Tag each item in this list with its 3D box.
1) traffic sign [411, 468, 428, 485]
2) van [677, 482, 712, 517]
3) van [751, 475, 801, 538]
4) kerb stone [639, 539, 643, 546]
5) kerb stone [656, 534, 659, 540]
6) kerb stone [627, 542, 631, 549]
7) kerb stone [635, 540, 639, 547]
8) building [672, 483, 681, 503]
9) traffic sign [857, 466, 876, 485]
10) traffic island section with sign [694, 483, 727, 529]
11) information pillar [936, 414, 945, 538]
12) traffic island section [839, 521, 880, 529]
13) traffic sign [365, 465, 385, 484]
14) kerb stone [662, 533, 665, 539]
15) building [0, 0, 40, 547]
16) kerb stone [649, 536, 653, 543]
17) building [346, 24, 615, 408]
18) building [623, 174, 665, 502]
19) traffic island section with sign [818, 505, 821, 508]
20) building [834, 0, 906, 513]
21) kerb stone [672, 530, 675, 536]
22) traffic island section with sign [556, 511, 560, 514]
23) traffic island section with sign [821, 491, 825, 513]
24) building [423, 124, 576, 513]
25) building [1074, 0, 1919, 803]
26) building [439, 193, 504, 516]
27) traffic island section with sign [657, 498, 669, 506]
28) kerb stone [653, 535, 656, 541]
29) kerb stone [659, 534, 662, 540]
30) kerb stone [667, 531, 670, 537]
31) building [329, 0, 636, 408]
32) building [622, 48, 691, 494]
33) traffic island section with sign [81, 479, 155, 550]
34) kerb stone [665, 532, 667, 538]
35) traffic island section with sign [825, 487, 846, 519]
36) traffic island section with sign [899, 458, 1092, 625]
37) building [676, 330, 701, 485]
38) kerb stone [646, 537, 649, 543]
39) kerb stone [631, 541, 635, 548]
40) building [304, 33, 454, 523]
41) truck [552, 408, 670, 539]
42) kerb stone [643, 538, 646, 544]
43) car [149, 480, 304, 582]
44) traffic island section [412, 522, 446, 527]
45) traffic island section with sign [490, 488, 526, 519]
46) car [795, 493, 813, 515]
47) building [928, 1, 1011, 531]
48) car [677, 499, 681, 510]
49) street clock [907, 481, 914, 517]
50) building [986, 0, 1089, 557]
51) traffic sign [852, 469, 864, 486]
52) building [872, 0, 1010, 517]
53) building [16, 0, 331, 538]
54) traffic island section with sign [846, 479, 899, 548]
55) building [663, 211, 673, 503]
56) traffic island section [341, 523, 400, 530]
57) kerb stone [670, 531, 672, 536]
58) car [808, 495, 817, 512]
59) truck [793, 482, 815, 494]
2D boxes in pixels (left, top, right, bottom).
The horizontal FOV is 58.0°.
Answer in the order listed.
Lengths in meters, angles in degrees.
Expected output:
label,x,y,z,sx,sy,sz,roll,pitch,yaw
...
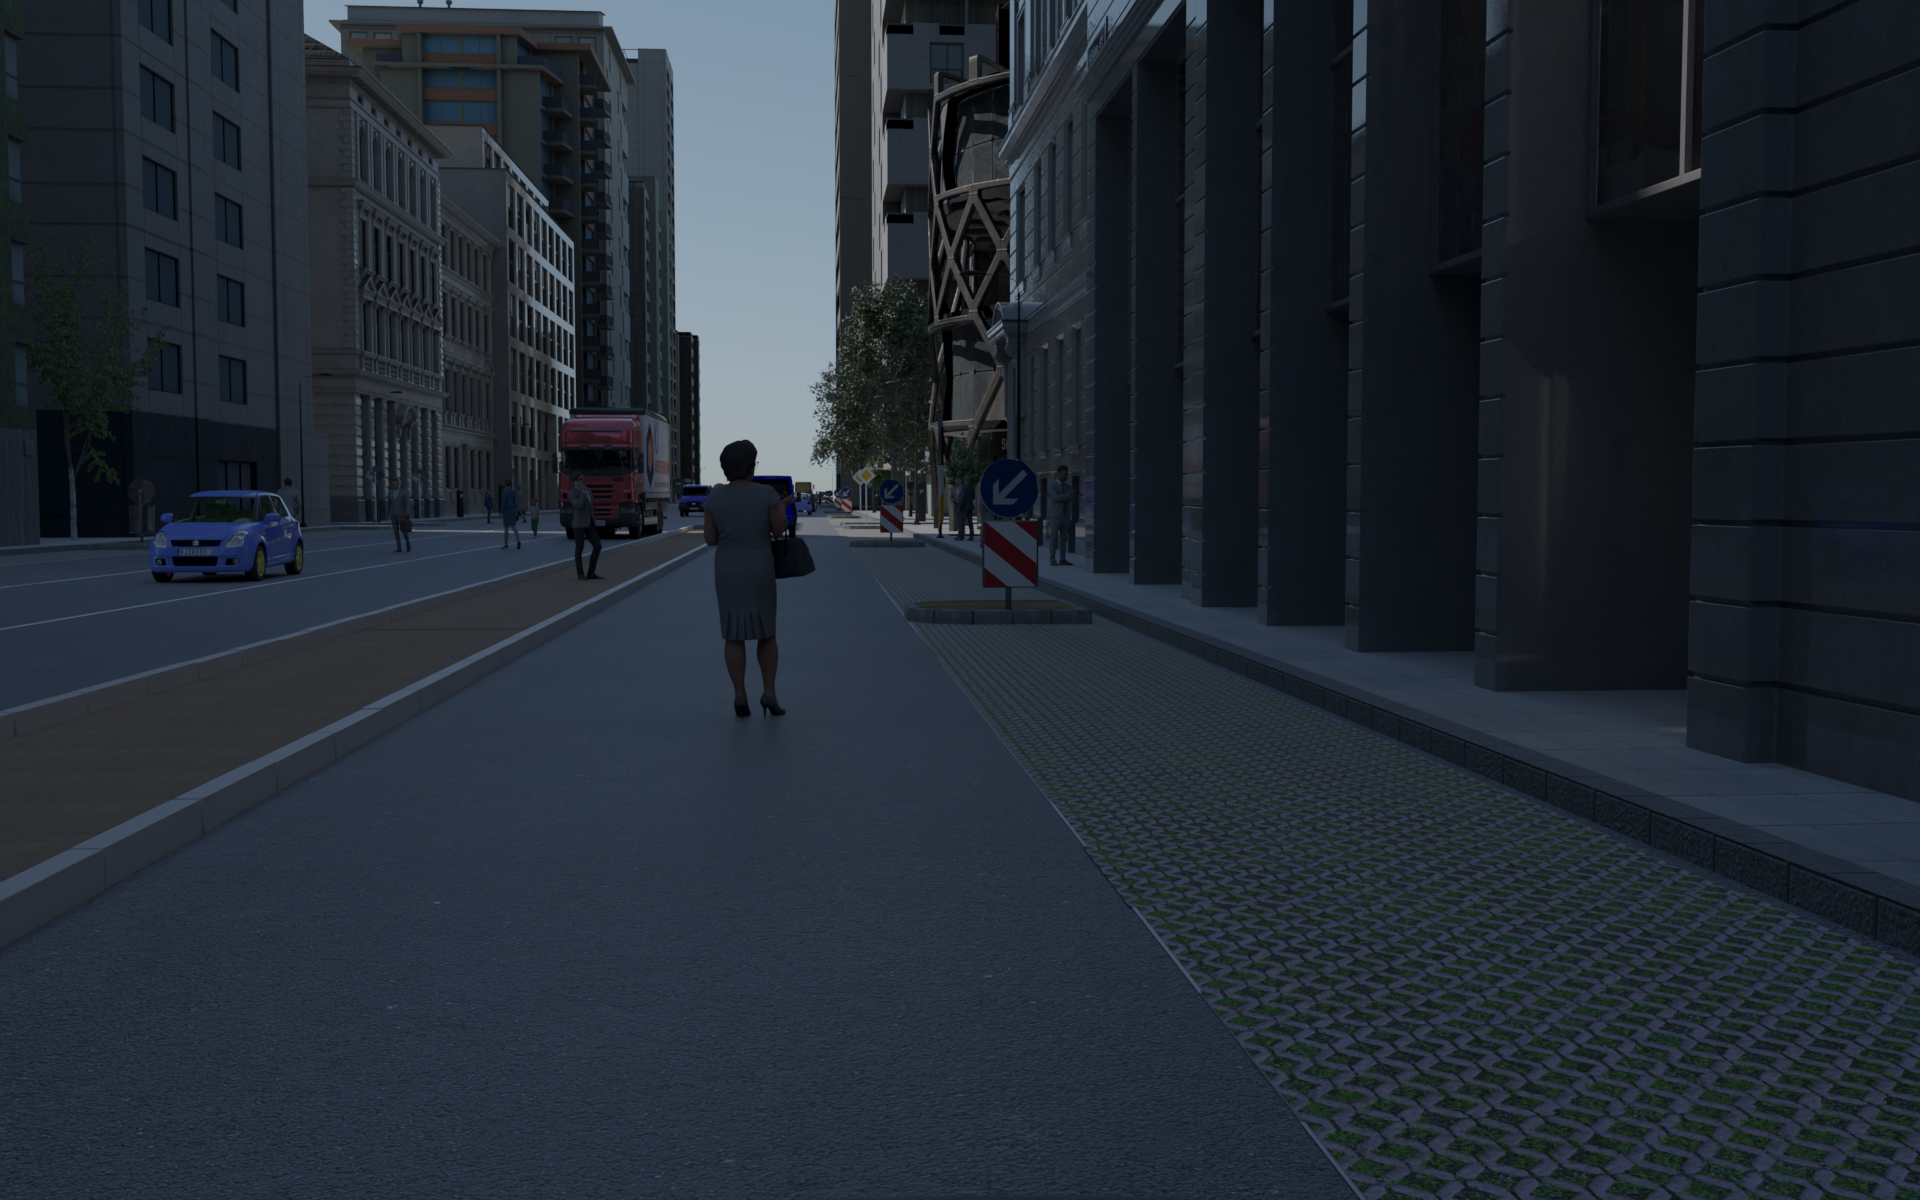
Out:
label,x,y,z,sx,sy,sz,roll,pitch,yaw
traffic sign,-24.264,-4.622,77.756,0.795,2.593,0.064,0,4,-5
van,-16.909,-6.541,111.329,2.240,2.365,5.245,0,4,-4
van,-6.485,-3.315,58.579,2.240,2.365,5.245,0,4,-6
kerb stone,-8.865,-1.543,47.419,0.120,0.150,1.000,0,4,-5
kerb stone,-9.314,-1.854,52.533,0.120,0.150,1.000,0,4,-5
kerb stone,-8.605,-1.356,44.363,0.120,0.150,1.000,0,4,-5
kerb stone,-8.784,-1.477,46.400,0.120,0.150,1.000,0,4,-5
building,-58.928,-34.826,261.287,32.217,40.220,23.993,0,4,-5
traffic sign,-3.847,-4.239,71.502,0.795,2.593,0.064,0,4,-5
traffic island section with sign,-9.927,-3.863,71.294,2.006,1.907,1.989,0,4,-5
information pillar,-0.556,-3.606,50.310,0.183,3.616,0.504,-1,4,-12
traffic island section,-4.521,-3.502,79.541,2.009,0.180,2.903,0,4,-5
traffic sign,-23.568,-4.135,69.801,0.795,2.593,0.064,0,4,-5
kerb stone,-9.493,-1.981,54.578,0.120,0.150,1.000,0,4,-5
building,-29.725,-21.508,35.258,14.154,41.232,14.086,0,4,-5
kerb stone,-9.134,-1.731,50.493,0.120,0.150,1.000,0,4,-5
building,-45.141,-31.255,165.642,22.147,44.769,28.867,0,4,-5
building,-45.024,-32.558,215.913,14.154,41.232,14.086,0,4,-5
traffic island section with sign,-13.482,-10.363,178.061,1.989,1.847,2.006,0,4,-5
building,0.480,-31.812,143.821,21.300,48.544,21.600,0,4,-5
kerb stone,-9.853,-2.230,58.659,0.120,0.150,1.000,0,4,-5
traffic island section with sign,-28.646,-7.270,127.491,1.989,1.847,2.006,0,4,-5
traffic island section with sign,-9.189,-7.364,129.022,1.989,1.847,2.006,0,4,-5
building,-41.704,-20.125,133.566,19.350,26.468,34.151,0,4,-5
building,8.726,-14.452,13.778,11.434,29.767,29.804,0,4,-5
building,-35.692,-16.531,106.439,11.583,22.565,21.152,0,4,-5
traffic island section with sign,-35.371,-11.962,204.211,1.989,1.847,2.006,0,4,-5
kerb stone,-9.224,-1.793,51.514,0.120,0.150,1.000,0,4,-5
kerb stone,-9.411,-1.918,53.550,0.120,0.150,1.000,0,4,-5
kerb stone,-9.670,-2.105,56.623,0.120,0.150,1.000,0,4,-5
building,-51.676,-36.987,193.982,28.713,52.752,27.495,0,4,-5
building,-54.929,-51.669,283.036,20.563,71.187,20.611,0,4,-5
traffic island section with sign,-21.426,-2.223,44.966,1.989,1.847,2.006,0,4,-5
kerb stone,-9.593,-2.043,55.602,0.120,0.150,1.000,0,4,-5
traffic island section with sign,-6.781,-5.681,101.518,1.989,1.847,2.006,0,4,-5
traffic island section with sign,0.373,-0.687,19.856,1.989,1.847,2.006,0,4,-5
building,-52.813,-32.449,302.235,14.160,30.474,14.107,0,4,-5
kerb stone,-9.055,-1.668,49.468,0.120,0.150,1.000,0,4,-5
kerb stone,-8.697,-1.415,45.381,0.120,0.150,1.000,0,4,-5
building,-32.662,-15.732,86.089,11.050,23.489,19.941,0,4,-5
truck,-11.618,-4.267,58.675,2.839,4.237,11.283,0,4,-4
kerb stone,-8.964,-1.598,48.444,0.120,0.150,1.000,0,4,-5
car,-12.457,-1.218,29.500,1.945,1.707,3.694,0,4,-7
traffic island section,-24.287,-3.397,77.821,2.009,0.180,2.903,0,4,-5
traffic island section with sign,-26.299,-5.628,100.638,1.989,1.847,2.006,0,4,-5
car,-10.923,-6.601,117.512,1.945,1.707,3.694,0,4,-7
building,7.170,-12.012,63.850,16.820,18.784,16.811,0,4,-5
car,-24.838,-9.062,158.394,2.015,1.641,3.980,0,4,-6
street clock,-2.778,-5.668,97.245,0.358,2.002,0.471,-2,4,-24
building,8.367,-15.497,39.274,13.634,28.700,20.117,0,4,-5
traffic sign,-4.544,-4.726,79.456,0.795,2.593,0.064,0,4,-5
building,8.194,-31.958,111.755,28.713,52.752,27.495,0,4,-5
building,-35.280,-37.909,58.071,20.611,71.187,20.563,0,4,-5
traffic island section with sign,-2.003,-2.344,46.946,1.989,1.847,2.006,0,4,-5
building,-48.167,-34.209,242.917,14.154,41.232,14.086,0,4,-5
traffic island section,-23.590,-2.910,69.866,2.009,0.180,2.903,0,4,-5
kerb stone,-9.771,-2.168,57.640,0.120,0.150,1.000,0,4,-5
car,-12.697,-7.854,140.779,2.083,1.381,4.827,0,4,-4
truck,-24.392,-16.751,269.807,3.469,3.379,9.791,0,4,-5
